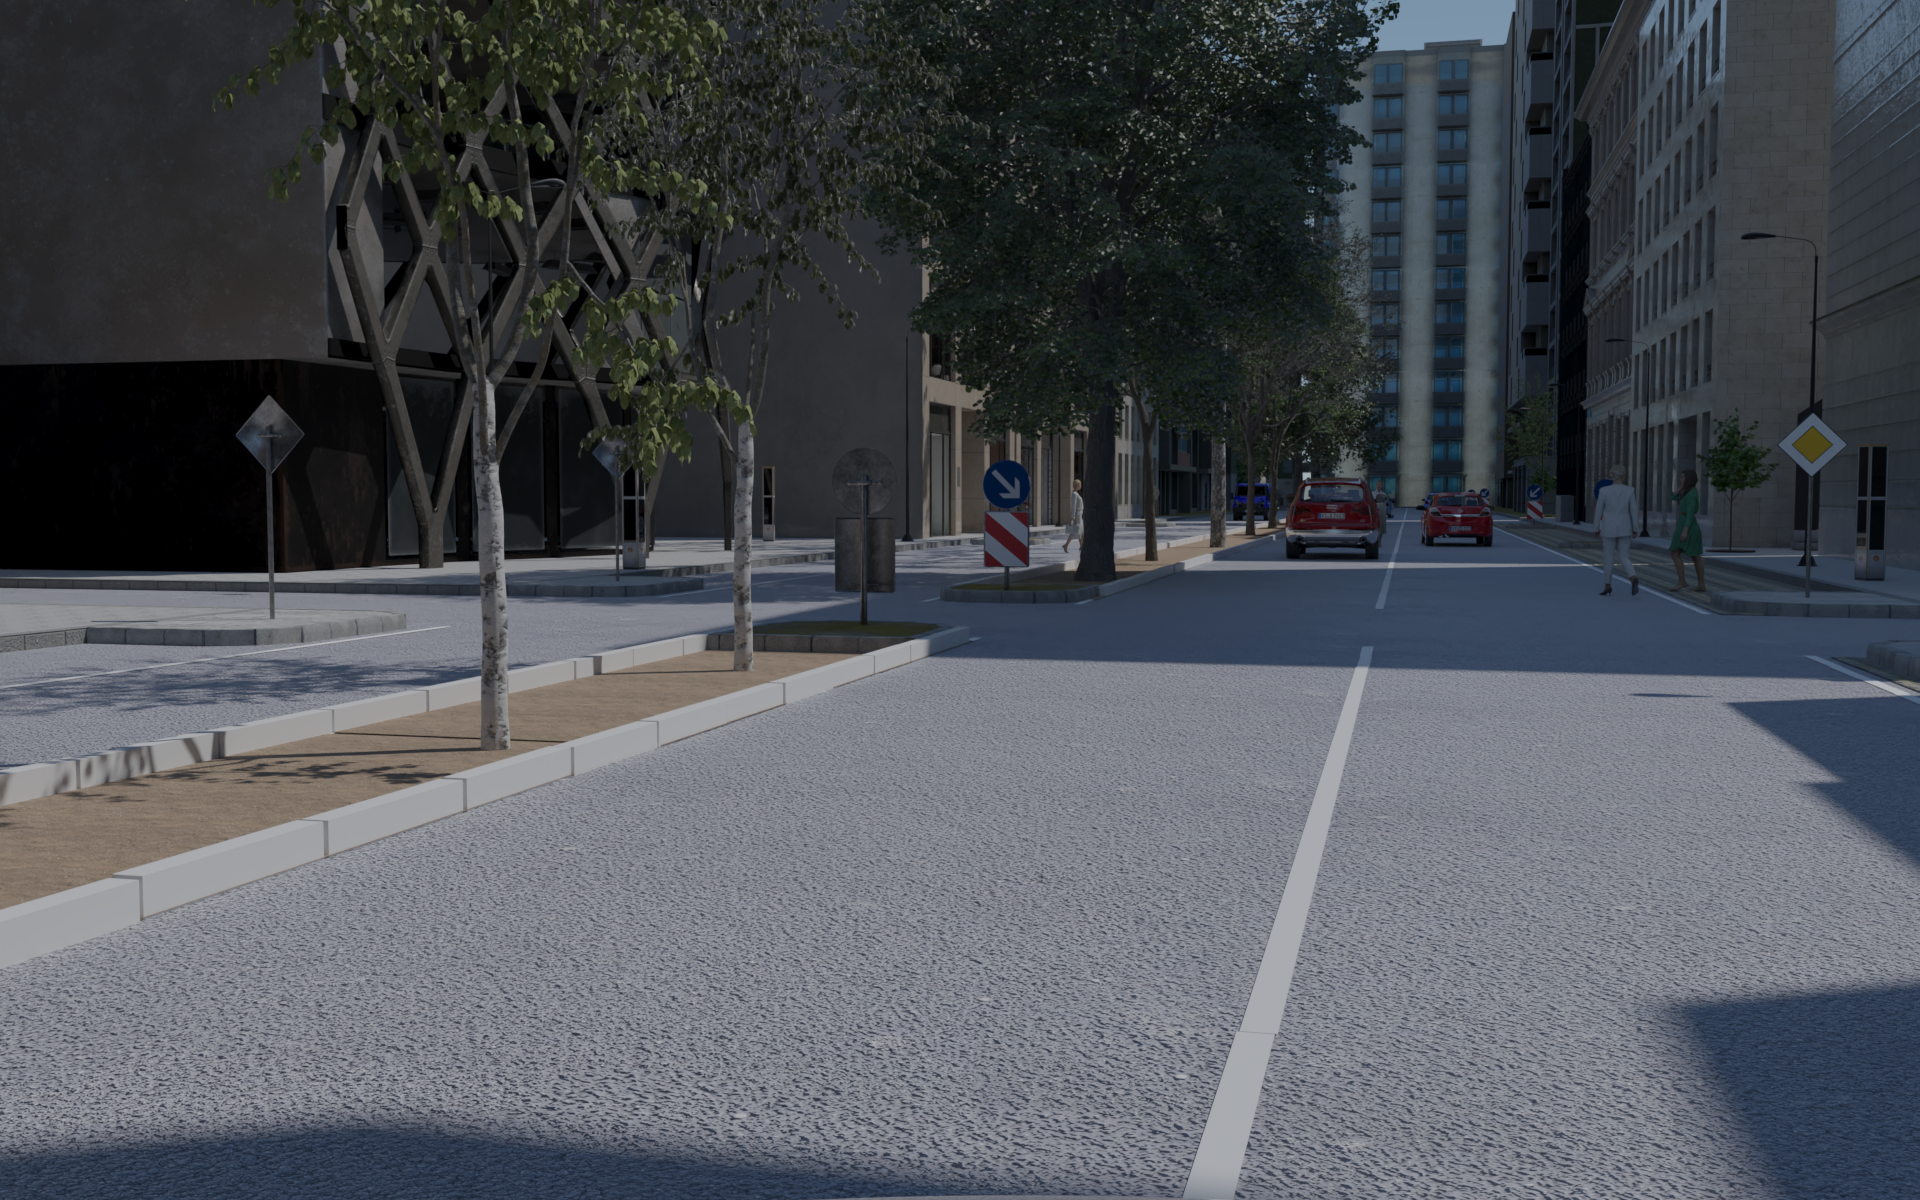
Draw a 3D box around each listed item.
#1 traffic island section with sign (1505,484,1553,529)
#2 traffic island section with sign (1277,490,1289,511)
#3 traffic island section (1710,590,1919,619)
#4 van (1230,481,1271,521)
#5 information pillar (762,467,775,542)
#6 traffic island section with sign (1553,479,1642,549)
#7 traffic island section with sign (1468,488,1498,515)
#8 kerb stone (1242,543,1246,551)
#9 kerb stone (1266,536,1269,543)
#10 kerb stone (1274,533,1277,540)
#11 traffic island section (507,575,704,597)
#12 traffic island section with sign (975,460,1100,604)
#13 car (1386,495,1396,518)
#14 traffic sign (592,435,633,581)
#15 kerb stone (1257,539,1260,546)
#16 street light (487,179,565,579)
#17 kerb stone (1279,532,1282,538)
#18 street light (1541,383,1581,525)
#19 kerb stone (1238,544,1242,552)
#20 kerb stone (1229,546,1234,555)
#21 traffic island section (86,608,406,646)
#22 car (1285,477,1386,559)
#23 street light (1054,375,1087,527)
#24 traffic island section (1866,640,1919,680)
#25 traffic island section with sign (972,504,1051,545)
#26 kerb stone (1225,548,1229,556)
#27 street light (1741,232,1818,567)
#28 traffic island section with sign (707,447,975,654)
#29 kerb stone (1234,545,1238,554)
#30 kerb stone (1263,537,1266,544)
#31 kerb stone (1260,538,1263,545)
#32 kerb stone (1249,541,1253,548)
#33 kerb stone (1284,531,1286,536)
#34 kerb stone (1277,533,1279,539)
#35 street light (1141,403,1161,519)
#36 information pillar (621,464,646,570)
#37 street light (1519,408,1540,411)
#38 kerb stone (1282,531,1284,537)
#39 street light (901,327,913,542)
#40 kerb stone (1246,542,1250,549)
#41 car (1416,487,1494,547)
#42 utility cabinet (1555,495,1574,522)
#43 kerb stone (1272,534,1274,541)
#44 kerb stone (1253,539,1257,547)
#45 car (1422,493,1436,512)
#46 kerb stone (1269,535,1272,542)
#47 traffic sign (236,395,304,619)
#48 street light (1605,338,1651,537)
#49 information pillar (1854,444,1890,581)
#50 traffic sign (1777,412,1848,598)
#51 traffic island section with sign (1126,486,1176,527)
[{"bbox_3d":[23.644,-3.861,71.760,1.989,1.847,2.006,1,4,15],"label":"traffic island section with sign"},{"bbox_3d":[27.840,-8.672,150.411,1.989,1.847,2.006,1,4,15],"label":"traffic island section with sign"},{"bbox_3d":[10.512,0.051,21.447,2.009,0.180,2.903,1,4,15],"label":"traffic island section"},{"bbox_3d":[16.018,-5.516,94.565,2.240,2.365,5.245,1,4,14],"label":"van"},{"bbox_3d":[-5.168,-2.586,46.773,0.304,2.012,0.304,0,3,0],"label":"information pillar"},{"bbox_3d":[16.848,-2.266,45.672,1.989,1.847,2.006,1,4,15],"label":"traffic island section with sign"},{"bbox_3d":[36.269,-6.827,120.242,1.989,1.847,2.006,1,4,15],"label":"traffic island section with sign"},{"bbox_3d":[7.031,-1.306,43.542,0.120,0.150,1.000,1,4,15],"label":"kerb stone"},{"bbox_3d":[8.840,-1.729,50.495,0.120,0.150,1.000,1,4,15],"label":"kerb stone"},{"bbox_3d":[9.611,-1.913,53.472,0.120,0.150,1.000,1,4,15],"label":"kerb stone"},{"bbox_3d":[-5.060,-0.197,25.494,2.009,0.180,2.903,1,4,15],"label":"traffic island section"},{"bbox_3d":[0.779,-0.947,23.625,2.006,1.907,1.989,1,4,15],"label":"traffic island section with sign"},{"bbox_3d":[25.018,-5.605,103.637,2.014,1.417,4.499,1,4,16],"label":"car"},{"bbox_3d":[-5.035,-1.332,25.427,0.795,2.450,0.064,1,4,15],"label":"traffic sign"},{"bbox_3d":[8.059,-1.544,47.519,0.120,0.150,1.000,1,4,15],"label":"kerb stone"},{"bbox_3d":[-6.492,-3.258,25.809,1.470,5.913,1.316,1,4,15],"label":"street light"},{"bbox_3d":[10.126,-2.033,55.463,0.120,0.150,1.000,1,4,15],"label":"kerb stone"},{"bbox_3d":[25.330,-6.118,72.563,1.470,5.913,1.316,1,4,15],"label":"street light"},{"bbox_3d":[6.767,-1.245,42.554,0.120,0.150,1.000,1,4,15],"label":"kerb stone"},{"bbox_3d":[6.256,-1.123,40.574,0.120,0.150,1.000,1,4,15],"label":"kerb stone"},{"bbox_3d":[-7.073,0.276,17.766,2.009,0.180,2.903,1,4,15],"label":"traffic island section"},{"bbox_3d":[8.617,-1.907,39.846,2.281,1.827,5.304,1,4,14],"label":"car"},{"bbox_3d":[4.398,-5.799,67.360,1.470,5.913,1.316,1,4,15],"label":"street light"},{"bbox_3d":[8.499,0.524,13.719,2.009,0.180,2.903,1,4,15],"label":"traffic island section"},{"bbox_3d":[1.530,-2.497,49.451,1.989,1.847,2.006,1,4,15],"label":"traffic island section with sign"},{"bbox_3d":[5.990,-1.064,39.586,0.120,0.150,1.000,1,4,15],"label":"kerb stone"},{"bbox_3d":[14.555,-3.562,30.782,1.470,5.913,1.316,1,4,15],"label":"street light"},{"bbox_3d":[-1.098,-0.509,16.459,2.006,1.907,1.989,1,4,15],"label":"traffic island section with sign"},{"bbox_3d":[6.512,-1.184,41.564,0.120,0.150,1.000,1,4,15],"label":"kerb stone"},{"bbox_3d":[8.581,-1.666,49.506,0.120,0.150,1.000,1,4,15],"label":"kerb stone"},{"bbox_3d":[8.316,-1.609,48.508,0.120,0.150,1.000,1,4,15],"label":"kerb stone"},{"bbox_3d":[7.537,-1.426,45.533,0.120,0.150,1.000,1,4,15],"label":"kerb stone"},{"bbox_3d":[10.645,-2.151,57.447,0.120,0.150,1.000,1,4,15],"label":"kerb stone"},{"bbox_3d":[9.868,-1.973,54.462,0.120,0.150,1.000,1,4,15],"label":"kerb stone"},{"bbox_3d":[9.908,-7.072,88.160,1.470,5.913,1.316,1,4,15],"label":"street light"},{"bbox_3d":[-5.551,-1.527,29.455,0.304,2.012,0.304,1,4,16],"label":"information pillar"},{"bbox_3d":[30.825,-7.387,93.325,1.470,5.913,1.316,1,4,15],"label":"street light"},{"bbox_3d":[10.387,-2.095,56.455,0.120,0.150,1.000,1,4,15],"label":"kerb stone"},{"bbox_3d":[-0.903,-4.526,46.547,1.470,5.913,1.316,1,4,15],"label":"street light"},{"bbox_3d":[7.283,-1.362,44.533,0.120,0.150,1.000,1,4,15],"label":"kerb stone"},{"bbox_3d":[13.979,-2.434,48.831,2.155,1.783,4.494,1,4,13],"label":"car"},{"bbox_3d":[27.684,-4.165,79.267,1.020,1.237,0.306,-3,4,-37],"label":"utility cabinet"},{"bbox_3d":[9.353,-1.846,52.475,0.120,0.150,1.000,1,4,15],"label":"kerb stone"},{"bbox_3d":[7.802,-1.488,46.526,0.120,0.150,1.000,1,4,15],"label":"kerb stone"},{"bbox_3d":[31.764,-6.472,115.414,1.945,1.707,3.694,1,4,14],"label":"car"},{"bbox_3d":[9.093,-1.790,51.486,0.120,0.150,1.000,1,4,15],"label":"kerb stone"},{"bbox_3d":[-7.049,-0.860,17.699,0.795,2.450,0.064,1,4,15],"label":"traffic sign"},{"bbox_3d":[19.883,-4.835,51.588,1.470,5.913,1.316,1,4,15],"label":"street light"},{"bbox_3d":[13.500,-1.294,25.648,0.304,2.012,0.304,0,4,-5],"label":"information pillar"},{"bbox_3d":[10.488,-1.085,21.376,0.795,2.450,0.064,1,4,15],"label":"traffic sign"},{"bbox_3d":[8.383,-4.105,75.744,1.989,1.847,2.006,1,4,15],"label":"traffic island section with sign"}]
